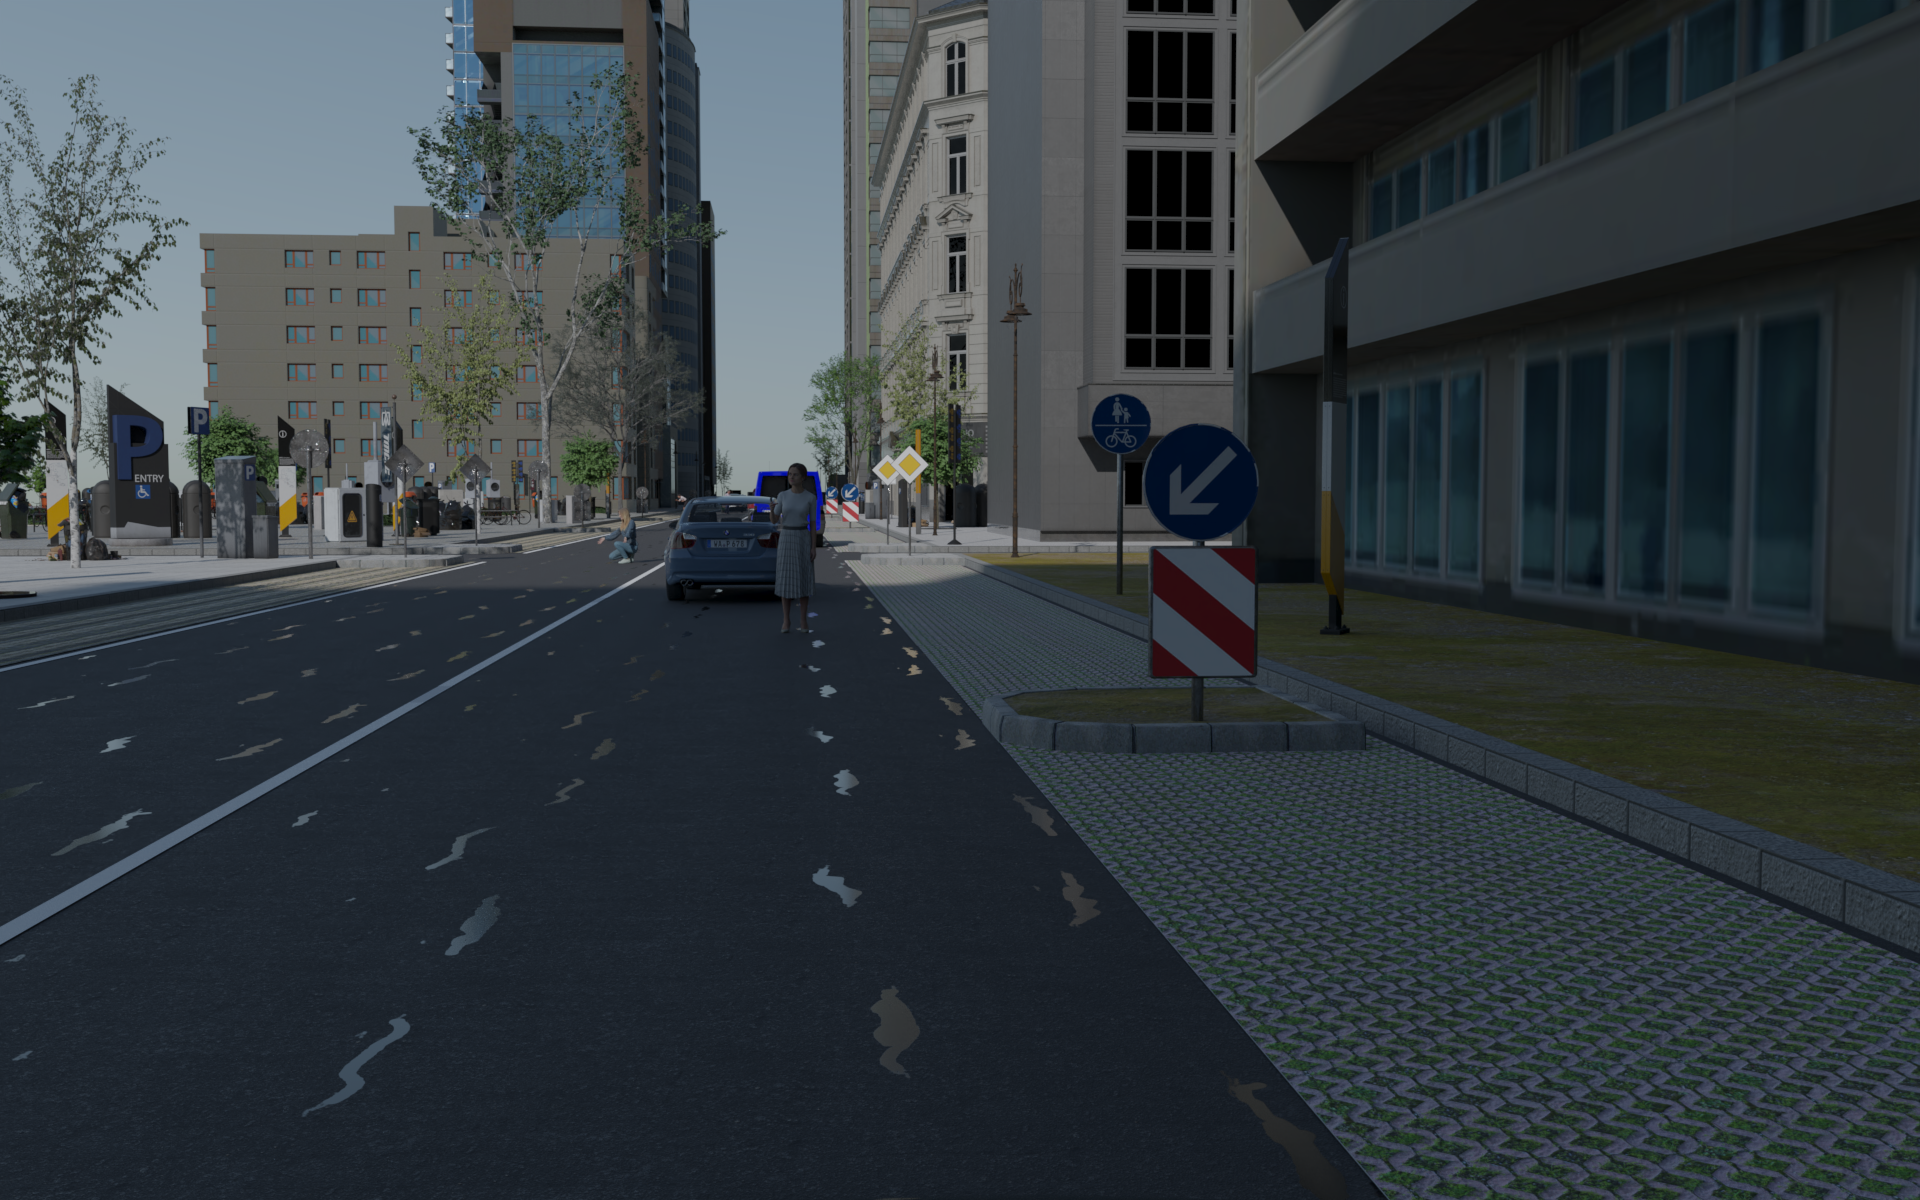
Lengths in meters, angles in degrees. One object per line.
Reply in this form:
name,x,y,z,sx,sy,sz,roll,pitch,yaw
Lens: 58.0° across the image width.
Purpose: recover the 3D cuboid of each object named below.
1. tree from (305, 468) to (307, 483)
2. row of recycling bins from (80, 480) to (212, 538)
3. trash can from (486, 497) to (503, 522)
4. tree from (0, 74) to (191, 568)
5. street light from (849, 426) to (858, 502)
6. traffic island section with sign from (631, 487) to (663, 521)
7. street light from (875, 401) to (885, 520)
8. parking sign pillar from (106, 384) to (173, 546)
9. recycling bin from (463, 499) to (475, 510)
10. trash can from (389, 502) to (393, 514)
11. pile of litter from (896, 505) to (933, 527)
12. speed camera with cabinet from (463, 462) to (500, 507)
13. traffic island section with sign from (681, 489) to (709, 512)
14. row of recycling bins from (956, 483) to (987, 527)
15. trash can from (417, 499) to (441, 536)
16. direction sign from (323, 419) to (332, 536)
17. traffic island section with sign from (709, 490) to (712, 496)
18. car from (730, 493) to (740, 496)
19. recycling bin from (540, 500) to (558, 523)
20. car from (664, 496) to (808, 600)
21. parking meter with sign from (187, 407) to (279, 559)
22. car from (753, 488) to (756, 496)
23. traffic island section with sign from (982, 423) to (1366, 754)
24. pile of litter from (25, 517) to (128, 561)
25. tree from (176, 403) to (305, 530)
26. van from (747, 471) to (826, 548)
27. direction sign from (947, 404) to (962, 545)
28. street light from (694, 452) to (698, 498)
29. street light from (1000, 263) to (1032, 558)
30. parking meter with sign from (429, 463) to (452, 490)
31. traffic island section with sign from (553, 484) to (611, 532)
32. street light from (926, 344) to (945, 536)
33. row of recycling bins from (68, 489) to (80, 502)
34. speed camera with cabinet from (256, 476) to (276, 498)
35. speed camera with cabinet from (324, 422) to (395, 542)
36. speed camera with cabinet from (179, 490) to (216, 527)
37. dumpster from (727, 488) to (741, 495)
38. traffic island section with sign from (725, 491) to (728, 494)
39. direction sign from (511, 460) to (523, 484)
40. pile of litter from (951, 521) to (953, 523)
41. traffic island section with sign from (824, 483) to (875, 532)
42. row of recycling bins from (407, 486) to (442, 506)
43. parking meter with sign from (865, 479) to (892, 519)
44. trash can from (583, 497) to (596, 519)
tree,-39.784,-7.219,101.752,4.285,4.588,4.351,0,3,0
row of recycling bins,-23.585,-2.656,50.546,3.534,1.692,1.069,0,4,4
trash can,-21.612,-4.207,80.433,0.748,1.137,0.748,0,3,0
tree,-15.539,-4.850,29.663,4.360,8.622,3.978,0,3,0
street light,-7.148,-8.908,118.437,0.468,5.910,1.993,0,4,-6
traffic island section with sign,-16.932,-5.132,92.533,1.989,1.847,2.006,0,4,-6
street light,-3.926,-6.926,86.024,0.468,5.910,1.993,0,4,-6
parking sign pillar,-20.370,-3.333,42.974,1.447,3.967,1.447,-3,5,-44
recycling bin,-26.256,-4.895,92.580,0.722,1.027,0.722,0,4,3
trash can,-29.030,-4.730,88.984,0.748,1.137,0.748,0,3,0
pile of litter,-1.720,-3.280,67.588,1.719,0.858,1.176,-1,4,-16
speed camera with cabinet,-29.556,-6.904,107.212,2.038,3.252,0.660,-3,4,-38
traffic island section with sign,-21.849,-8.165,142.120,1.989,1.847,2.006,0,4,-6
row of recycling bins,1.228,-3.708,67.734,3.534,1.692,1.069,-3,5,-42
trash can,-16.392,-2.559,53.489,0.748,1.137,0.748,0,3,0
direction sign,-19.106,-3.694,52.397,0.379,3.537,0.876,-1,4,-9
traffic island section with sign,-24.496,-9.805,168.945,1.989,1.847,2.006,0,4,-6
car,-17.726,-7.653,134.904,2.009,1.686,4.222,0,4,-7
recycling bin,-18.324,-3.943,77.024,0.722,1.027,0.722,0,4,-3
car,-3.182,-0.775,24.679,2.014,1.417,4.499,0,4,-4
parking meter with sign,-14.454,-2.342,34.549,1.738,3.016,0.543,1,4,15
car,-10.501,-5.266,94.766,2.281,1.827,5.304,0,4,-4
traffic island section with sign,1.172,-0.112,10.462,1.989,1.847,2.006,0,4,-6
pile of litter,-17.147,-1.201,33.596,1.719,0.858,1.176,0,4,-2
tree,-26.447,-4.809,62.343,4.285,4.588,4.351,0,3,0
van,-4.780,-2.667,47.989,2.240,2.365,5.245,0,4,-6
direction sign,-0.137,-3.167,43.776,0.379,3.537,0.876,1,4,20
street light,-28.082,-12.956,184.612,0.468,5.910,1.993,0,4,-6
street light,1.115,-3.797,34.869,0.468,5.910,1.993,0,4,-6
parking meter with sign,-28.649,-6.127,96.442,0.543,3.016,1.738,3,4,38
traffic island section with sign,-14.248,-3.475,65.450,1.989,1.847,2.006,0,4,-6
street light,-0.772,-4.932,53.424,0.468,5.910,1.993,0,4,-6
row of recycling bins,-56.339,-6.469,112.873,3.534,1.692,1.069,-3,5,-42
speed camera with cabinet,-32.909,-5.308,81.129,0.660,3.252,2.038,1,4,13
speed camera with cabinet,-16.193,-3.210,46.821,0.660,3.252,2.038,2,4,30
speed camera with cabinet,-29.834,-4.533,68.445,2.038,3.252,0.660,-1,4,-22
dumpster,-31.596,-14.525,242.439,1.985,2.255,1.502,0,4,-7
traffic island section with sign,-32.687,-14.852,251.459,1.989,1.847,2.006,0,4,-6
direction sign,-29.610,-7.576,115.857,0.876,3.537,0.379,1,4,20
pile of litter,0.194,-3.629,73.292,1.176,0.858,1.719,1,4,11
traffic island section with sign,-4.267,-3.467,65.319,1.989,1.847,2.006,0,4,-6
row of recycling bins,-28.448,-5.212,92.327,1.069,1.692,3.534,0,4,4
parking meter with sign,-4.118,-5.676,89.057,0.543,3.016,1.738,3,5,45
trash can,-19.245,-4.787,89.924,0.748,1.137,0.748,0,3,0
